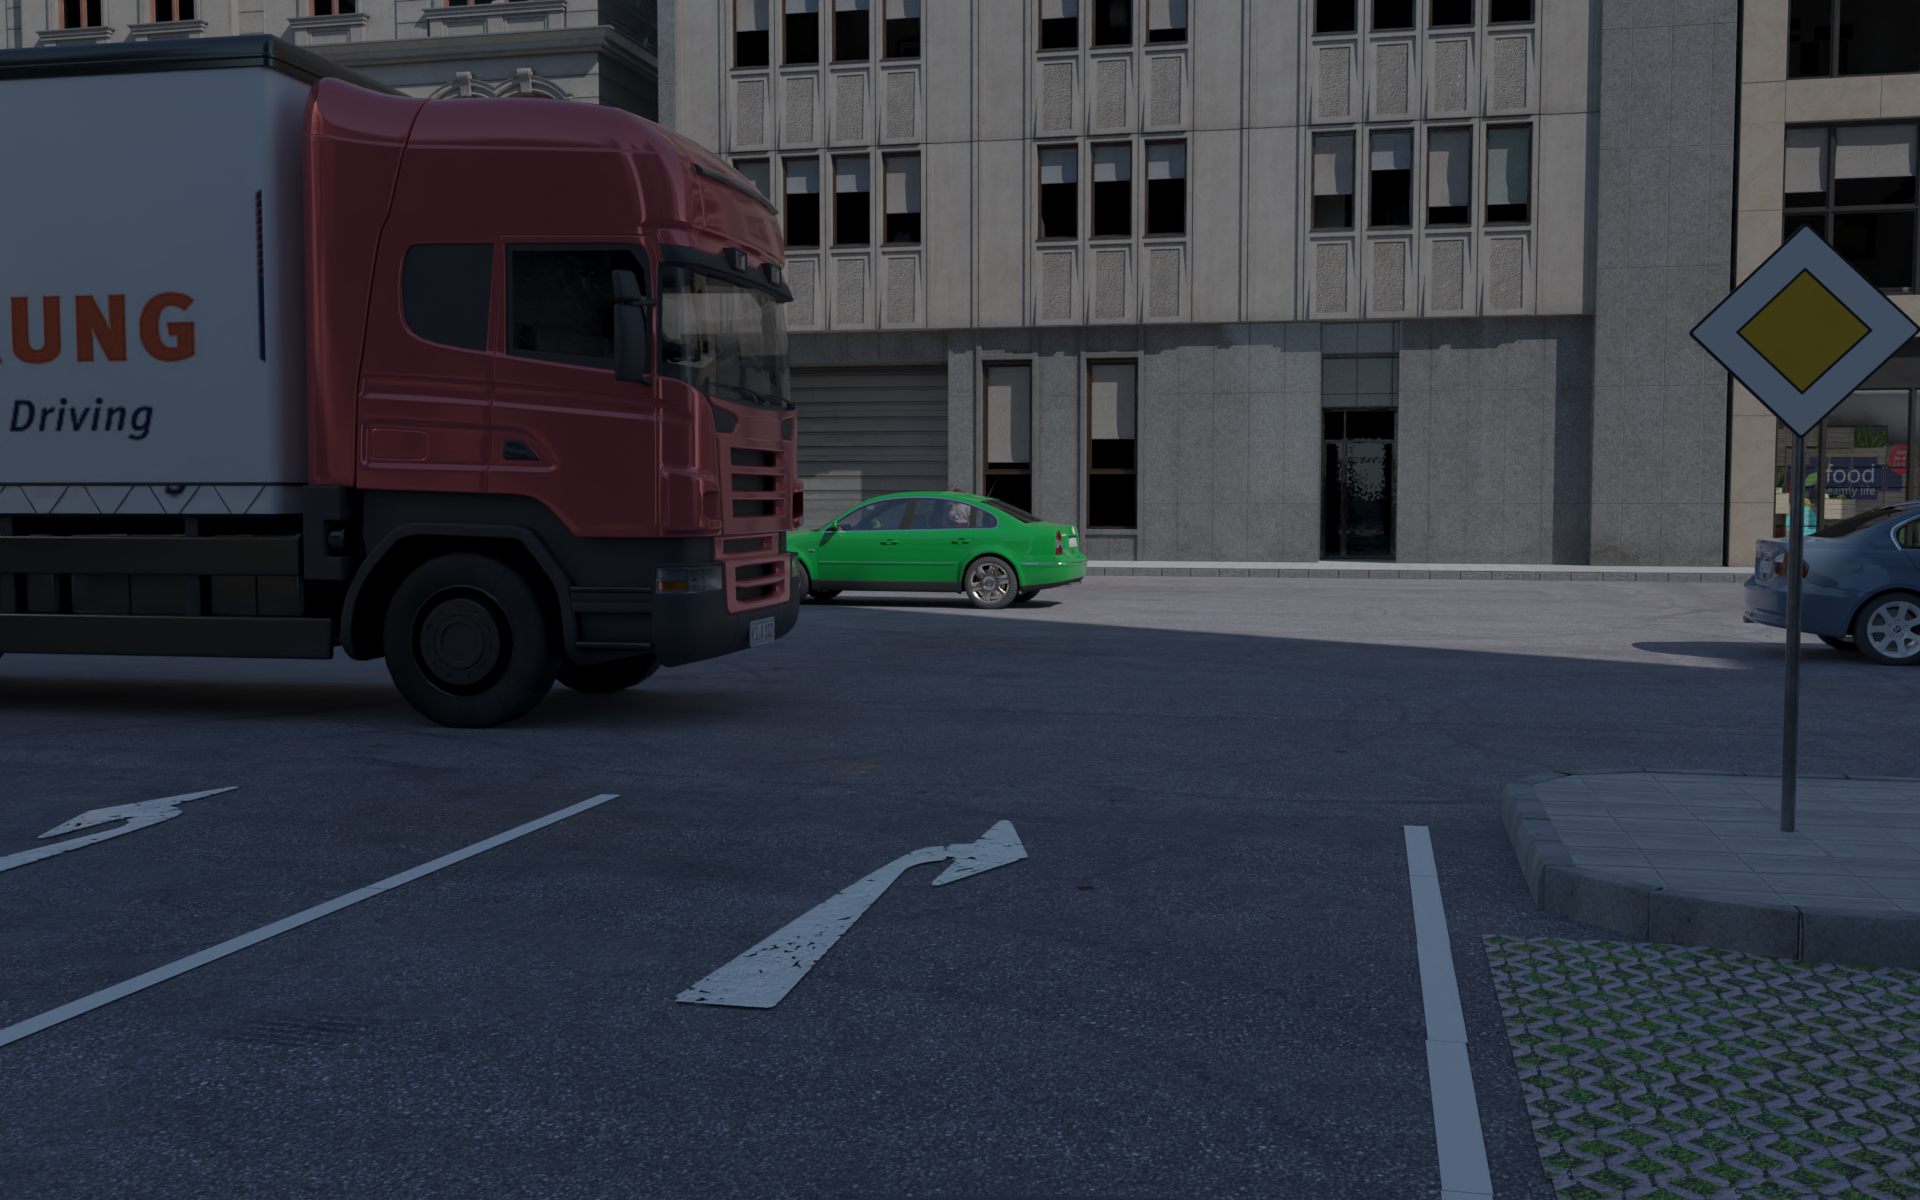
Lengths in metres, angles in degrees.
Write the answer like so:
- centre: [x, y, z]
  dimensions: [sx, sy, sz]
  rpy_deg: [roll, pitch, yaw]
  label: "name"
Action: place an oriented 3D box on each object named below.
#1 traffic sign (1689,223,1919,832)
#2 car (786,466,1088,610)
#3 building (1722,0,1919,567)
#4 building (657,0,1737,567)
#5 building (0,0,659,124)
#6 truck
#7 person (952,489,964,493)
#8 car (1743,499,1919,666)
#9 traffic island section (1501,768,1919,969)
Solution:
- centre: [3.149, -0.177, 6.532]
  dimensions: [0.795, 2.450, 0.064]
  rpy_deg: [1, 4, 13]
  label: "traffic sign"
- centre: [-0.717, -0.844, 22.599]
  dimensions: [4.718, 1.807, 1.959]
  rpy_deg: [1, 4, 15]
  label: "car"
- centre: [32.212, -14.099, 35.037]
  dimensions: [34.151, 26.468, 19.350]
  rpy_deg: [1, 4, 13]
  label: "building"
- centre: [5.059, -13.437, 37.717]
  dimensions: [19.932, 24.808, 12.078]
  rpy_deg: [1, 4, 13]
  label: "building"
- centre: [-16.823, -15.691, 43.931]
  dimensions: [23.554, 28.519, 14.401]
  rpy_deg: [1, 4, 13]
  label: "building"
- centre: [-6.153, -1.425, 12.213]
  dimensions: [11.283, 4.237, 2.839]
  rpy_deg: [1, 4, 11]
  label: "truck"
- centre: [0.010, -1.154, 29.834]
  dimensions: [0.523, 1.526, 0.387]
  rpy_deg: [1, 4, 17]
  label: "person"
- centre: [9.225, -0.177, 14.896]
  dimensions: [4.499, 1.417, 2.014]
  rpy_deg: [1, 4, 14]
  label: "car"
- centre: [3.174, 0.959, 6.603]
  dimensions: [2.009, 0.180, 2.903]
  rpy_deg: [1, 4, 13]
  label: "traffic island section"
